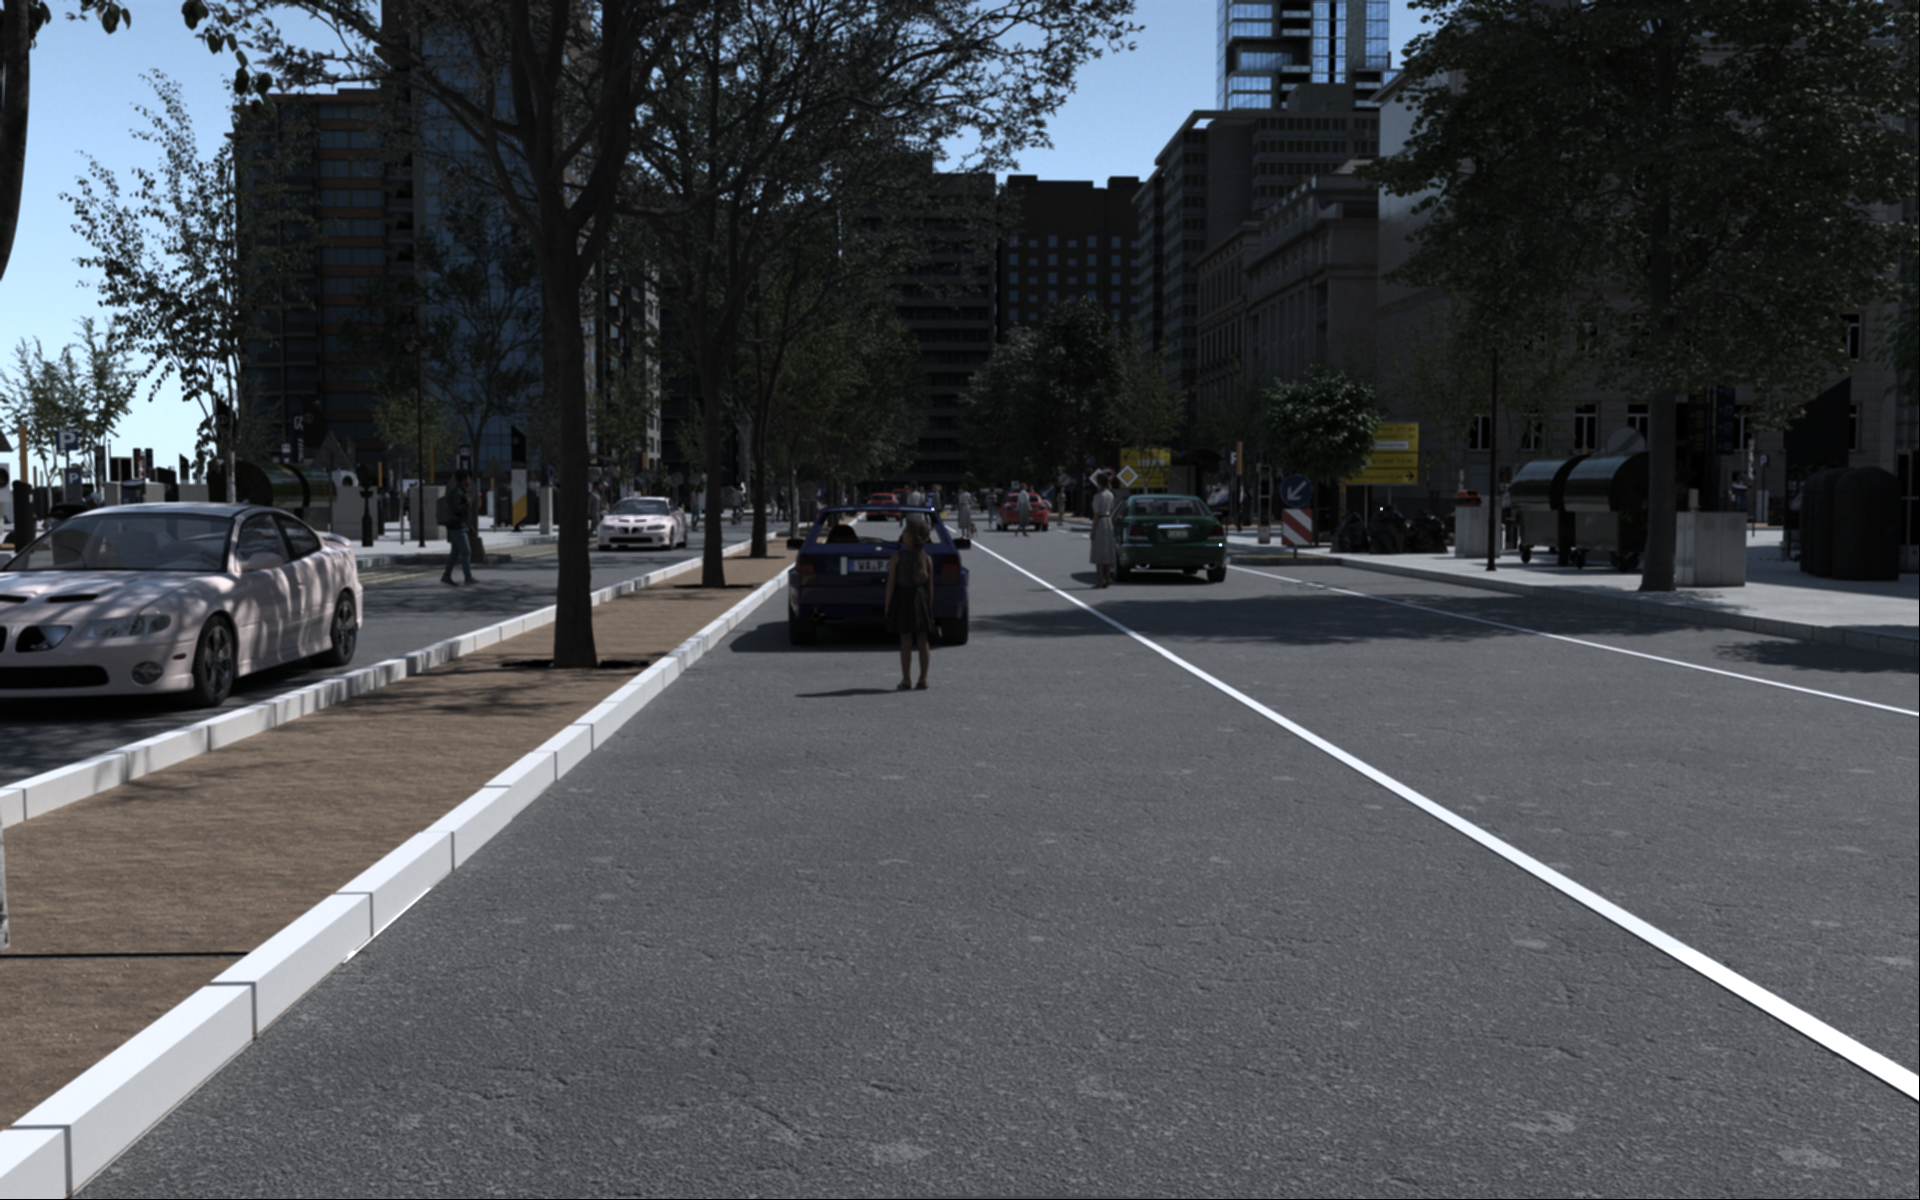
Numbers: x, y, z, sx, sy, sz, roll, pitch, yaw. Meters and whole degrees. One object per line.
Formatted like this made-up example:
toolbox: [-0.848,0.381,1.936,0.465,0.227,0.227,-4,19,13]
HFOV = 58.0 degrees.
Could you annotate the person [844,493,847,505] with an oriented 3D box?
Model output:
person: [-10.650,-9.138,157.845,1.348,1.831,0.705,-1,4,-17]

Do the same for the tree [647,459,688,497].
tree: [-16.002,-6.027,93.137,1.663,3.219,1.824,0,3,0]

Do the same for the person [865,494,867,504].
person: [-10.196,-10.776,187.953,0.557,1.426,1.065,1,4,9]

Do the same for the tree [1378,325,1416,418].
tree: [15.137,-6.247,52.506,4.737,8.622,4.395,0,3,0]

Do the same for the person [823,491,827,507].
person: [-14.769,-11.202,192.472,1.217,1.723,0.721,2,4,27]

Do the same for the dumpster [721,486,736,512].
dumpster: [-16.960,-7.377,126.368,1.264,1.857,1.865,0,4,-2]

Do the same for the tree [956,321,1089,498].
tree: [5.302,-13.590,128.849,9.857,13.997,8.962,0,3,0]

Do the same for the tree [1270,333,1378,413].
tree: [17.383,-7.901,79.539,4.737,8.622,4.395,0,3,0]

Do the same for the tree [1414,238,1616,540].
tree: [15.500,-5.948,47.618,4.737,8.622,4.395,0,3,0]

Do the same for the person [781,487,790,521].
person: [-9.167,-5.013,90.641,0.526,1.800,0.537,-1,4,-13]

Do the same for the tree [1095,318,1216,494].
tree: [7.703,-7.436,71.941,4.737,8.622,4.395,0,3,0]

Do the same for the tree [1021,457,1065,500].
tree: [5.919,-8.462,122.073,4.285,4.588,4.351,0,3,0]

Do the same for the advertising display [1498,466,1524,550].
advertising display: [12.748,-2.127,39.991,0.123,1.923,0.974,-1,4,-15]

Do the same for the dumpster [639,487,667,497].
dumpster: [-18.927,-6.367,106.595,1.502,2.255,1.985,0,4,-2]

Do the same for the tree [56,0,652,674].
tree: [-3.141,-6.173,13.748,12.009,13.543,11.850,0,3,0]

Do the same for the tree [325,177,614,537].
tree: [-14.548,-7.149,51.299,8.767,10.594,7.601,-1,4,-11]

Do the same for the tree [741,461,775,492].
tree: [-18.245,-10.545,156.126,4.285,4.588,4.351,0,3,0]

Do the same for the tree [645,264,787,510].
tree: [-18.509,-17.356,139.665,12.611,20.169,13.585,0,3,0]

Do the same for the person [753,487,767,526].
person: [-8.894,-4.177,76.978,0.592,1.802,0.473,-1,4,-15]

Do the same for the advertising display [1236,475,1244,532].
advertising display: [9.511,-3.278,58.813,0.123,1.923,0.974,1,4,17]

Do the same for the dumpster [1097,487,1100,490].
dumpster: [8.963,-6.616,113.935,1.264,1.857,1.865,0,4,-2]

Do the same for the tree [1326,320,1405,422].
tree: [17.004,-7.573,74.174,4.360,8.622,3.978,0,3,0]

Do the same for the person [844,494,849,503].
person: [-9.592,-8.343,148.137,0.991,1.433,0.599,-1,4,-19]

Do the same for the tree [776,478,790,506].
tree: [-19.513,-12.090,192.273,1.663,3.219,1.824,0,3,0]

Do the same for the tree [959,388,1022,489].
tree: [3.775,-15.572,172.726,7.486,12.596,7.792,0,3,0]

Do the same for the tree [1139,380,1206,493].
tree: [13.106,-9.891,112.076,4.360,8.622,3.978,0,3,0]

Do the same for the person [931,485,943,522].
person: [-0.914,-3.578,67.177,0.728,1.800,0.709,0,4,2]

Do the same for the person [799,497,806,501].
person: [-9.409,-5.790,104.174,0.522,1.701,0.512,1,4,13]

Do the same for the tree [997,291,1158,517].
tree: [6.738,-11.092,98.355,9.611,12.733,9.660,0,3,0]

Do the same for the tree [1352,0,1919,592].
tree: [9.195,-6.416,23.033,7.486,12.596,7.792,0,3,0]

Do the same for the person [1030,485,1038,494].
person: [3.450,-4.518,82.149,0.659,1.850,0.755,2,4,26]

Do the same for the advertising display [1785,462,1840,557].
advertising display: [17.065,-1.803,34.694,0.123,1.923,0.974,-3,5,-42]

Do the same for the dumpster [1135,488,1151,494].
dumpster: [9.191,-5.370,90.286,1.502,2.255,1.985,0,4,-2]

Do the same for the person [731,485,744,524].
person: [-10.614,-4.541,82.598,0.661,1.843,0.795,1,4,14]

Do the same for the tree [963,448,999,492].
tree: [2.656,-14.106,180.999,4.737,8.622,4.395,0,3,0]

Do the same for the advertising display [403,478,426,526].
advertising display: [-22.222,-3.989,70.435,0.974,1.923,0.123,-1,4,-16]

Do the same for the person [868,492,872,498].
person: [-10.201,-11.398,196.325,0.415,1.643,0.593,-2,4,-31]

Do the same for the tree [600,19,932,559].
tree: [-4.349,-6.714,37.981,9.928,11.665,9.643,0,3,0]

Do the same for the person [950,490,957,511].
person: [-0.491,-8.157,142.673,0.445,1.727,0.742,2,4,26]

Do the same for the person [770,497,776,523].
person: [-9.291,-4.469,85.849,0.425,1.301,0.394,3,4,36]

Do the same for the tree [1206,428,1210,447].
tree: [15.828,-10.575,123.268,4.360,8.622,3.978,0,3,0]

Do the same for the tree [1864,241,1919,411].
tree: [10.284,-1.999,16.393,4.285,4.588,4.351,0,3,0]

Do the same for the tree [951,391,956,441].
tree: [4.098,-15.451,159.278,9.857,13.997,8.962,0,3,0]

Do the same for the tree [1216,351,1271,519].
tree: [14.690,-8.441,88.376,4.737,8.622,4.395,0,3,0]

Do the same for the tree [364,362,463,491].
tree: [-31.293,-8.968,96.984,4.737,8.622,4.395,0,3,0]

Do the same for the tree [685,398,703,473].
tree: [-19.221,-10.969,129.703,4.737,8.622,4.395,0,3,0]

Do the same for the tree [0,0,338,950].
tree: [-3.096,-3.216,5.402,4.360,8.622,3.978,0,3,0]

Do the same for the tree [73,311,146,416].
tree: [-34.701,-7.276,69.318,4.737,8.622,4.395,0,3,0]

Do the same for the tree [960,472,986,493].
tree: [1.720,-14.225,216.289,4.285,4.588,4.351,0,3,0]

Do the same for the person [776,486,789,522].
person: [-8.993,-4.860,87.733,0.755,1.850,0.659,2,4,33]

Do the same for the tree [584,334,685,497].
tree: [-15.200,-7.859,78.861,4.737,8.622,4.395,0,3,0]

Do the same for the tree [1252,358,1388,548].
tree: [8.739,-3.566,42.022,4.285,4.588,4.351,0,3,0]

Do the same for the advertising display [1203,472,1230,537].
advertising display: [7.658,-2.844,51.709,0.974,1.923,0.123,-2,4,-34]

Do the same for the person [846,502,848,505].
person: [-8.518,-7.745,135.112,0.713,1.824,0.794,2,4,26]

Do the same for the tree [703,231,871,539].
tree: [-4.461,-5.771,47.177,4.737,8.622,4.395,0,3,0]

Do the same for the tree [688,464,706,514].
tree: [-16.891,-7.149,111.486,1.663,3.219,1.824,0,3,0]

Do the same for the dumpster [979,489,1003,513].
dumpster: [2.410,-7.752,134.955,1.865,1.857,1.264,0,4,-4]
